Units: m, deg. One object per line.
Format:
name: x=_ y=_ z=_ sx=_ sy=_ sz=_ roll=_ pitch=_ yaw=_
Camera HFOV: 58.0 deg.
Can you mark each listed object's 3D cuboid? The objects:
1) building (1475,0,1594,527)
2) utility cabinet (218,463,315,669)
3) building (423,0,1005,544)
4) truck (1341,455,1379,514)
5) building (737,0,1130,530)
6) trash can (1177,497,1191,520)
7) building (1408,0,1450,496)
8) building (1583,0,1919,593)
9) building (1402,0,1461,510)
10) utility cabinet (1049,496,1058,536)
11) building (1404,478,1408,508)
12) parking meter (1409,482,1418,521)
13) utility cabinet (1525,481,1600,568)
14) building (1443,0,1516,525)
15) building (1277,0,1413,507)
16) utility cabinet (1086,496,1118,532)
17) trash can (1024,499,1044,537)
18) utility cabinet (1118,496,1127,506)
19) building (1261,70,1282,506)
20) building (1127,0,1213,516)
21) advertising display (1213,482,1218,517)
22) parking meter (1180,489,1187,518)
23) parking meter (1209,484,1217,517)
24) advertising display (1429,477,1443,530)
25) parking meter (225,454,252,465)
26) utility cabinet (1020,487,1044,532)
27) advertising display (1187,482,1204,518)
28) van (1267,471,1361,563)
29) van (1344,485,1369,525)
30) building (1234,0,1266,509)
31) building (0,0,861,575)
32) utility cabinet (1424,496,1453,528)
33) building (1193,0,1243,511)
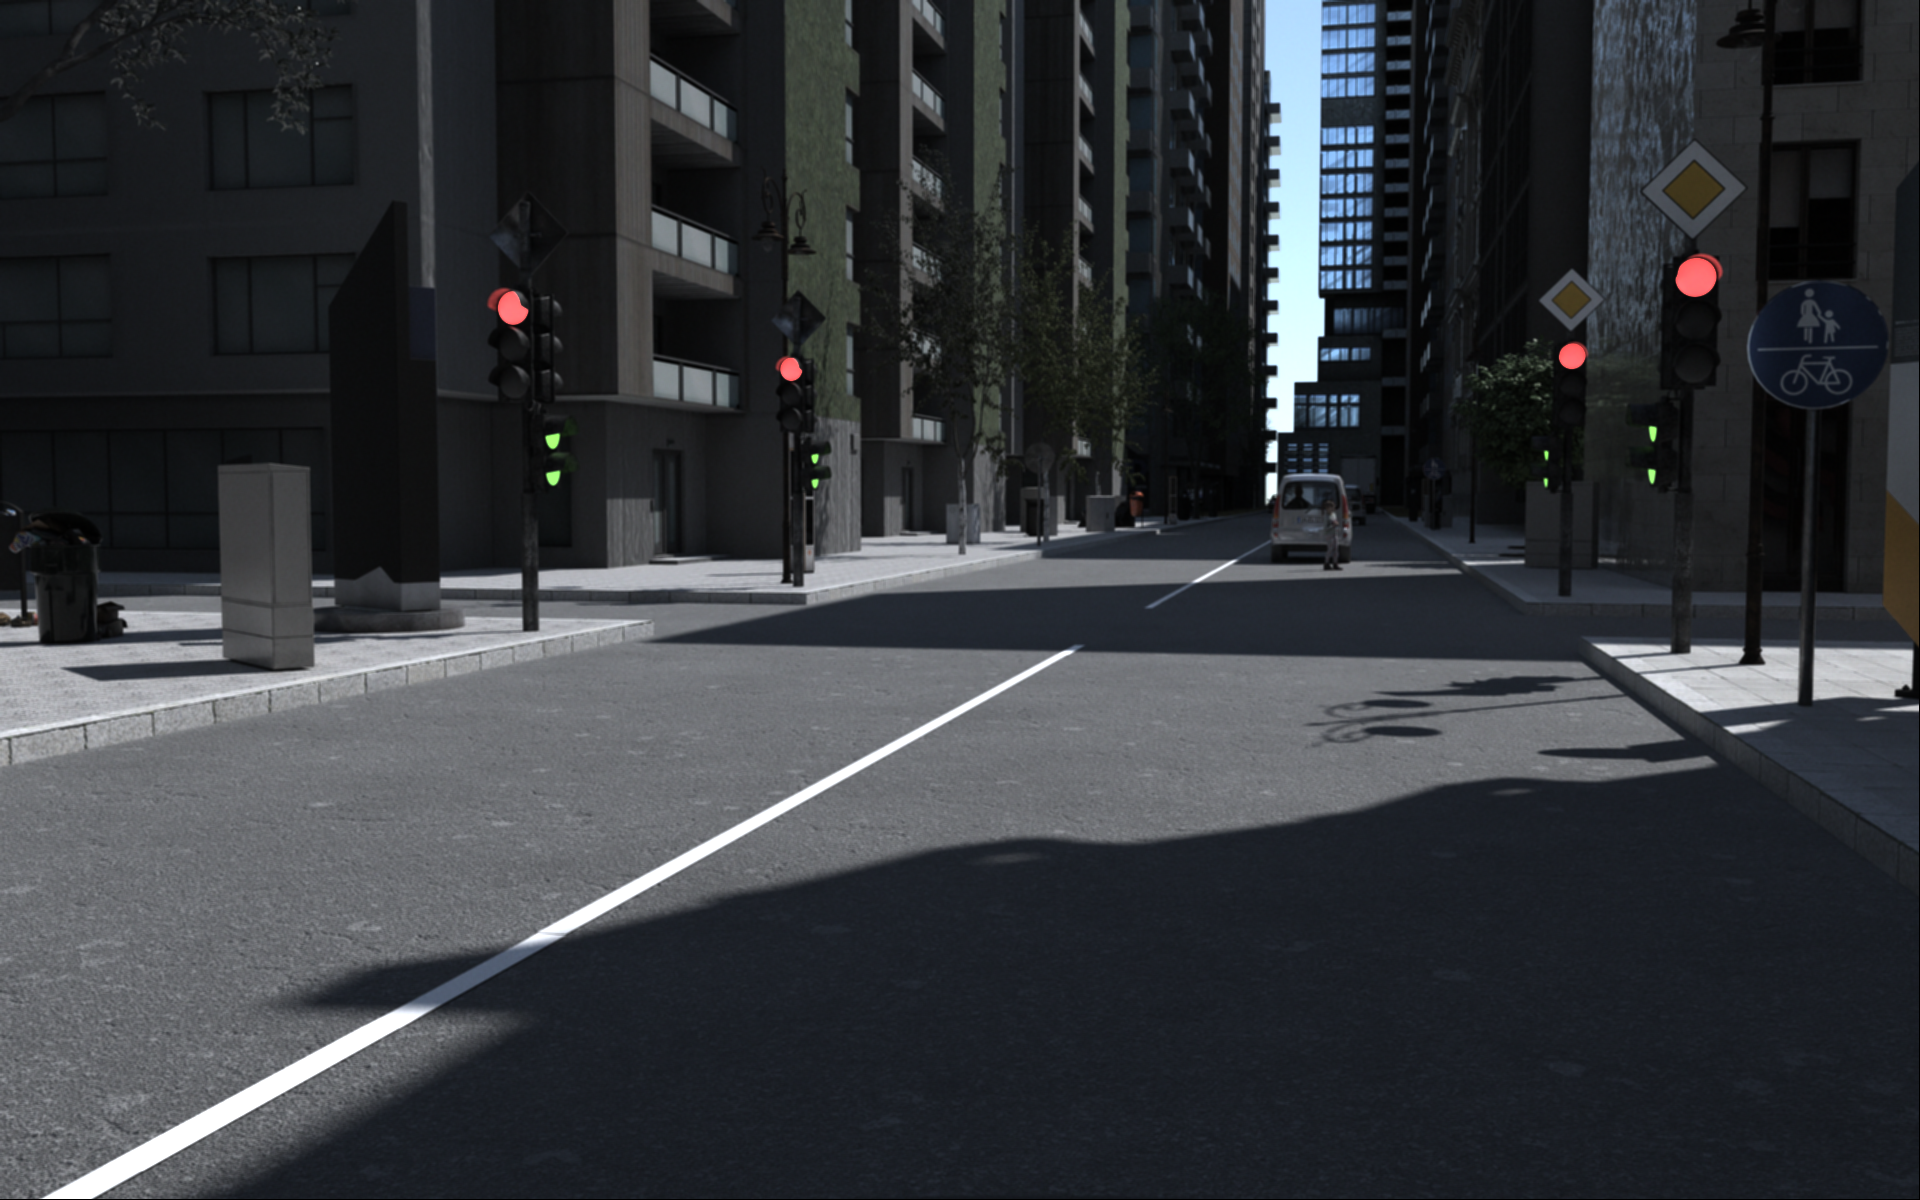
building: x=25.334 y=-16.144 z=57.455 sx=14.314 sy=27.812 sz=24.014 roll=1 pitch=4 yaw=13
utility cabinet: x=-5.194 y=-0.263 z=12.971 sx=0.318 sy=1.500 sz=1.173 roll=-3 pitch=5 yaw=-40
building: x=-6.780 y=-22.676 z=54.340 sx=14.154 sy=41.232 sz=14.086 roll=1 pitch=4 yaw=13
truck: x=29.825 y=-8.591 z=129.374 sx=2.839 sy=4.237 sz=11.283 roll=1 pitch=4 yaw=14
building: x=-0.464 y=-23.970 z=75.512 sx=14.154 sy=41.232 sz=14.086 roll=1 pitch=4 yaw=13
trash can: x=10.895 y=-4.444 z=84.319 sx=0.748 sy=1.137 sz=0.748 roll=0 pitch=3 yaw=0
building: x=44.510 y=-30.741 z=122.227 sx=23.786 sy=49.044 sz=30.456 roll=1 pitch=4 yaw=13
building: x=18.854 y=-10.435 z=25.361 sx=16.860 sy=20.320 sz=10.420 roll=1 pitch=4 yaw=13
building: x=44.834 y=-30.276 z=145.127 sx=14.600 sy=45.320 sz=14.200 roll=1 pitch=4 yaw=13
utility cabinet: x=2.875 y=-2.604 z=53.730 sx=0.306 sy=1.237 sz=1.020 roll=0 pitch=4 yaw=1
building: x=48.238 y=-29.074 z=158.956 sx=14.154 sy=41.232 sz=14.086 roll=1 pitch=4 yaw=13
parking meter: x=21.277 y=-4.623 z=81.303 sx=0.399 sy=1.863 sz=0.255 roll=2 pitch=4 yaw=26
utility cabinet: x=10.383 y=-1.296 z=29.871 sx=1.173 sy=1.500 sz=0.318 roll=3 pitch=5 yaw=40
building: x=30.275 y=-17.988 z=81.495 sx=14.401 sy=28.519 sz=23.554 roll=1 pitch=4 yaw=13
building: x=50.689 y=-53.392 z=185.623 sx=31.000 sy=86.520 sz=22.319 roll=1 pitch=4 yaw=13
utility cabinet: x=4.751 y=-2.896 z=58.513 sx=1.020 sy=1.237 sz=0.306 roll=-2 pitch=4 yaw=-31
trash can: x=2.308 y=-2.496 z=52.469 sx=0.748 sy=1.137 sz=0.748 roll=0 pitch=3 yaw=0
utility cabinet: x=6.600 y=-3.684 z=71.389 sx=0.306 sy=1.237 sz=1.020 roll=-1 pitch=4 yaw=-10
building: x=20.351 y=-35.119 z=193.800 sx=30.456 sy=49.044 sz=23.786 roll=1 pitch=4 yaw=13
building: x=4.744 y=-30.259 z=114.337 sx=23.786 sy=49.044 sz=30.456 roll=1 pitch=4 yaw=13
advertising display: x=14.208 y=-5.571 z=96.299 sx=0.123 sy=1.923 sz=0.974 roll=0 pitch=4 yaw=-1
parking meter: x=11.667 y=-5.016 z=90.423 sx=0.372 sy=1.533 sz=0.369 roll=0 pitch=3 yaw=0
parking meter: x=13.945 y=-5.495 z=95.553 sx=0.255 sy=1.863 sz=0.399 roll=-2 pitch=4 yaw=-33
advertising display: x=17.205 y=-3.511 z=62.615 sx=0.123 sy=1.923 sz=0.974 roll=2 pitch=4 yaw=35
parking meter: x=-10.598 y=-1.207 z=25.450 sx=0.399 sy=1.863 sz=0.255 roll=-2 pitch=4 yaw=-25
utility cabinet: x=2.395 y=-2.999 z=57.705 sx=0.318 sy=1.500 sz=1.173 roll=-2 pitch=4 yaw=-25
advertising display: x=12.809 y=-5.450 z=94.322 sx=0.974 sy=1.923 sz=0.123 roll=2 pitch=4 yaw=30
van: x=7.640 y=-1.864 z=37.495 sx=2.013 sy=2.044 sz=4.112 roll=1 pitch=4 yaw=13
van: x=18.033 y=-4.506 z=80.687 sx=2.013 sy=2.044 sz=4.112 roll=1 pitch=4 yaw=12
building: x=17.488 y=-44.234 z=161.472 sx=20.611 sy=71.187 sz=20.563 roll=1 pitch=4 yaw=13
building: x=-10.591 y=-21.346 z=32.597 sx=14.154 sy=41.232 sz=14.086 roll=1 pitch=4 yaw=13
utility cabinet: x=18.366 y=-3.384 z=66.484 sx=1.020 sy=1.237 sz=0.306 roll=0 pitch=4 yaw=-2
building: x=14.582 y=-29.698 z=135.679 sx=14.600 sy=45.320 sz=14.200 roll=1 pitch=4 yaw=13
